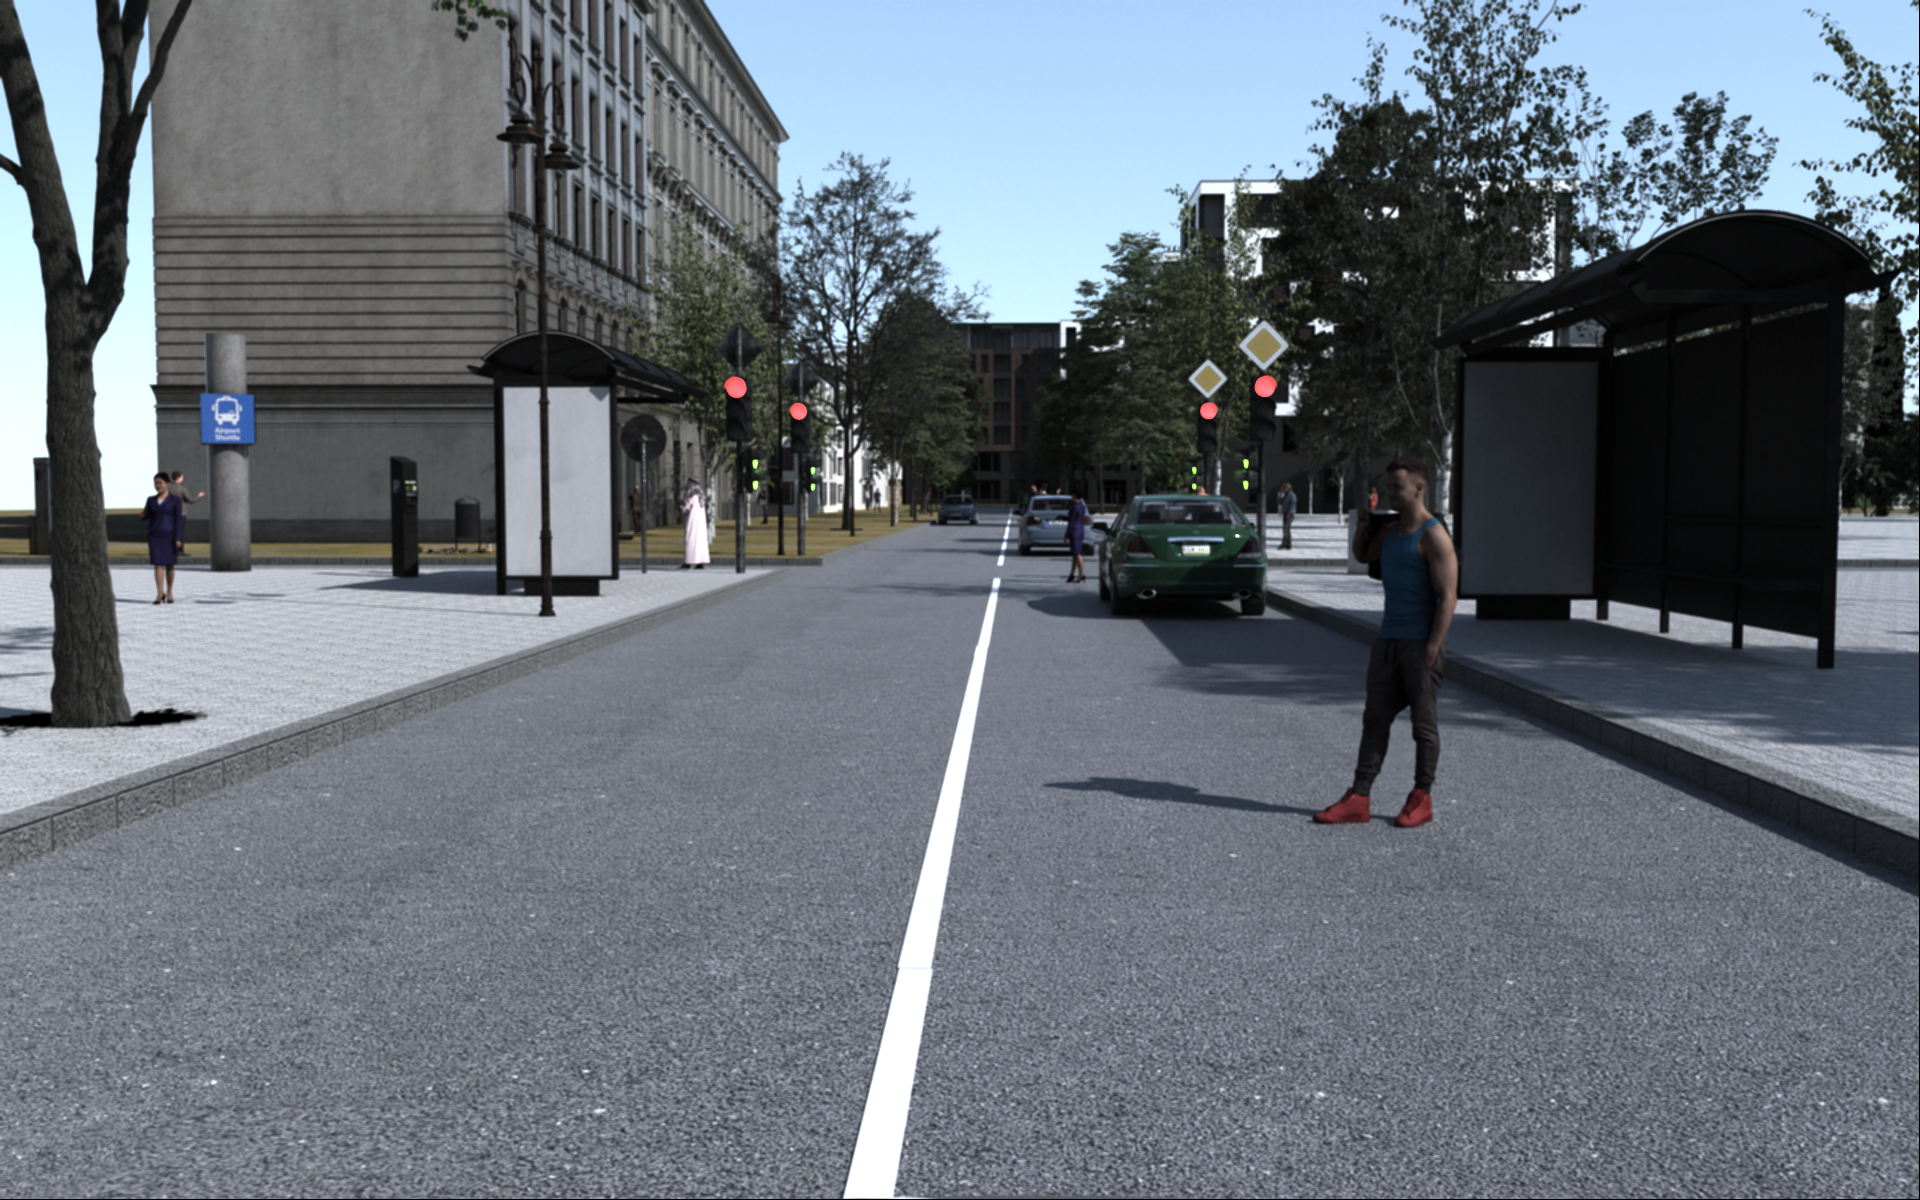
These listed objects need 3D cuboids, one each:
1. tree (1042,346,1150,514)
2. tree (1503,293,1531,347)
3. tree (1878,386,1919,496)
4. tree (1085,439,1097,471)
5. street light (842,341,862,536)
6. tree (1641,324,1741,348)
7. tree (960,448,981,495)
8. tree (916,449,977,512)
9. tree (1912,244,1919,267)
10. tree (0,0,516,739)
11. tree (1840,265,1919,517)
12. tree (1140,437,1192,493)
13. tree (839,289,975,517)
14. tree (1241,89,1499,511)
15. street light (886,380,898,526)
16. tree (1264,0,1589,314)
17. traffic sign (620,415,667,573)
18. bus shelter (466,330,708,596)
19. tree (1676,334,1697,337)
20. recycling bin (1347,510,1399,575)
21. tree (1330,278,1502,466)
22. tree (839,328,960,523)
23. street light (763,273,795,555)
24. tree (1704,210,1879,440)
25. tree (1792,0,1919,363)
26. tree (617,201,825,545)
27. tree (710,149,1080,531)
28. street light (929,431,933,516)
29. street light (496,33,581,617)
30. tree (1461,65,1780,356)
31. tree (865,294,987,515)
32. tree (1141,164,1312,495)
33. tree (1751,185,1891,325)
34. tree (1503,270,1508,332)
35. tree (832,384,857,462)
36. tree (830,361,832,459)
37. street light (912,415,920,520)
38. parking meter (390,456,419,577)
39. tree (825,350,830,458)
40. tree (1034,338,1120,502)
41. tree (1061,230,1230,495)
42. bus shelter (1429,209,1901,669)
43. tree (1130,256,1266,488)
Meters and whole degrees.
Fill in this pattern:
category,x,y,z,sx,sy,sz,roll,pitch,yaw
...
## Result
category,x,y,z,sx,sy,sz,roll,pitch,yaw
tree,8.615,-10.663,108.747,7.601,10.594,8.767,0,4,-6
tree,32.143,-12.103,105.309,7.806,13.903,7.818,0,3,0
tree,49.313,-7.050,78.172,11.467,7.101,20.602,-2,4,-26
tree,11.339,-16.993,188.212,12.009,13.543,11.850,0,3,0
street light,-3.263,-4.870,52.410,0.468,5.910,1.993,0,4,2
tree,20.801,-6.033,49.005,4.737,8.622,4.395,0,3,0
tree,0.057,-14.121,181.247,4.360,8.622,3.978,0,3,0
tree,-1.617,-8.604,124.381,4.285,4.588,4.351,0,3,0
tree,30.233,-7.426,47.178,9.928,11.665,9.643,0,3,0
tree,-4.915,-5.121,9.480,9.928,11.665,9.643,0,3,0
tree,51.261,-12.092,99.532,18.604,14.587,13.155,1,4,17
tree,6.937,-3.807,56.841,1.663,3.219,1.824,0,3,0
tree,-3.002,-10.864,95.756,7.486,12.596,7.792,0,3,0
tree,11.003,-7.650,47.126,6.751,12.117,7.091,0,3,0
street light,-2.694,-5.873,68.810,0.468,5.910,1.993,0,4,2
tree,6.038,-4.367,21.767,4.360,8.622,3.978,0,3,0
traffic sign,-5.108,-1.702,27.940,0.768,2.556,0.104,0,4,6
bus shelter,-4.998,-1.851,24.188,2.014,3.302,5.546,0,4,2
tree,22.085,-6.457,55.942,4.360,8.622,3.978,0,3,0
recycling bin,6.651,-0.920,27.604,0.722,1.027,0.722,3,4,36
tree,23.766,-11.443,94.512,7.806,13.903,7.818,0,3,0
tree,-2.948,-7.678,75.899,4.360,8.622,3.978,0,3,0
street light,-3.776,-3.888,36.364,0.468,5.910,1.993,0,4,2
tree,30.974,-8.790,65.774,6.751,12.117,7.091,0,3,0
tree,11.999,-4.247,19.795,4.737,8.622,4.395,0,3,0
tree,-6.405,-5.693,43.438,4.737,8.622,4.395,0,3,0
tree,-3.902,-9.218,61.085,12.009,13.543,11.850,0,3,0
street light,-1.678,-7.884,101.689,0.468,5.910,1.993,0,4,2
street light,-4.342,-2.767,18.034,0.468,5.910,1.993,0,4,2
tree,28.546,-13.560,77.589,12.611,20.169,13.585,0,3,0
tree,-2.022,-12.275,108.113,7.806,13.903,7.818,0,3,0
tree,5.956,-5.463,39.683,4.737,8.622,4.395,0,3,0
tree,21.093,-5.615,42.172,4.360,8.622,3.978,0,3,0
tree,16.949,-8.643,63.362,6.751,12.117,7.091,0,3,0
tree,-7.320,-8.213,84.650,4.737,8.622,4.395,0,3,0
tree,-8.376,-7.326,70.140,4.737,8.622,4.395,0,3,0
street light,-2.206,-6.854,84.857,0.468,5.910,1.993,0,4,2
parking meter,-8.583,-1.288,26.773,0.399,1.863,0.255,3,5,39
tree,-7.136,-6.166,51.184,4.737,8.622,4.395,0,3,0
tree,8.555,-12.141,120.565,6.751,12.117,7.091,0,3,0
tree,8.045,-9.607,75.204,7.486,12.596,7.792,0,3,0
bus shelter,5.743,-1.296,15.114,2.014,3.302,5.546,0,4,2
tree,13.203,-11.329,92.649,7.806,13.903,7.818,0,3,0
